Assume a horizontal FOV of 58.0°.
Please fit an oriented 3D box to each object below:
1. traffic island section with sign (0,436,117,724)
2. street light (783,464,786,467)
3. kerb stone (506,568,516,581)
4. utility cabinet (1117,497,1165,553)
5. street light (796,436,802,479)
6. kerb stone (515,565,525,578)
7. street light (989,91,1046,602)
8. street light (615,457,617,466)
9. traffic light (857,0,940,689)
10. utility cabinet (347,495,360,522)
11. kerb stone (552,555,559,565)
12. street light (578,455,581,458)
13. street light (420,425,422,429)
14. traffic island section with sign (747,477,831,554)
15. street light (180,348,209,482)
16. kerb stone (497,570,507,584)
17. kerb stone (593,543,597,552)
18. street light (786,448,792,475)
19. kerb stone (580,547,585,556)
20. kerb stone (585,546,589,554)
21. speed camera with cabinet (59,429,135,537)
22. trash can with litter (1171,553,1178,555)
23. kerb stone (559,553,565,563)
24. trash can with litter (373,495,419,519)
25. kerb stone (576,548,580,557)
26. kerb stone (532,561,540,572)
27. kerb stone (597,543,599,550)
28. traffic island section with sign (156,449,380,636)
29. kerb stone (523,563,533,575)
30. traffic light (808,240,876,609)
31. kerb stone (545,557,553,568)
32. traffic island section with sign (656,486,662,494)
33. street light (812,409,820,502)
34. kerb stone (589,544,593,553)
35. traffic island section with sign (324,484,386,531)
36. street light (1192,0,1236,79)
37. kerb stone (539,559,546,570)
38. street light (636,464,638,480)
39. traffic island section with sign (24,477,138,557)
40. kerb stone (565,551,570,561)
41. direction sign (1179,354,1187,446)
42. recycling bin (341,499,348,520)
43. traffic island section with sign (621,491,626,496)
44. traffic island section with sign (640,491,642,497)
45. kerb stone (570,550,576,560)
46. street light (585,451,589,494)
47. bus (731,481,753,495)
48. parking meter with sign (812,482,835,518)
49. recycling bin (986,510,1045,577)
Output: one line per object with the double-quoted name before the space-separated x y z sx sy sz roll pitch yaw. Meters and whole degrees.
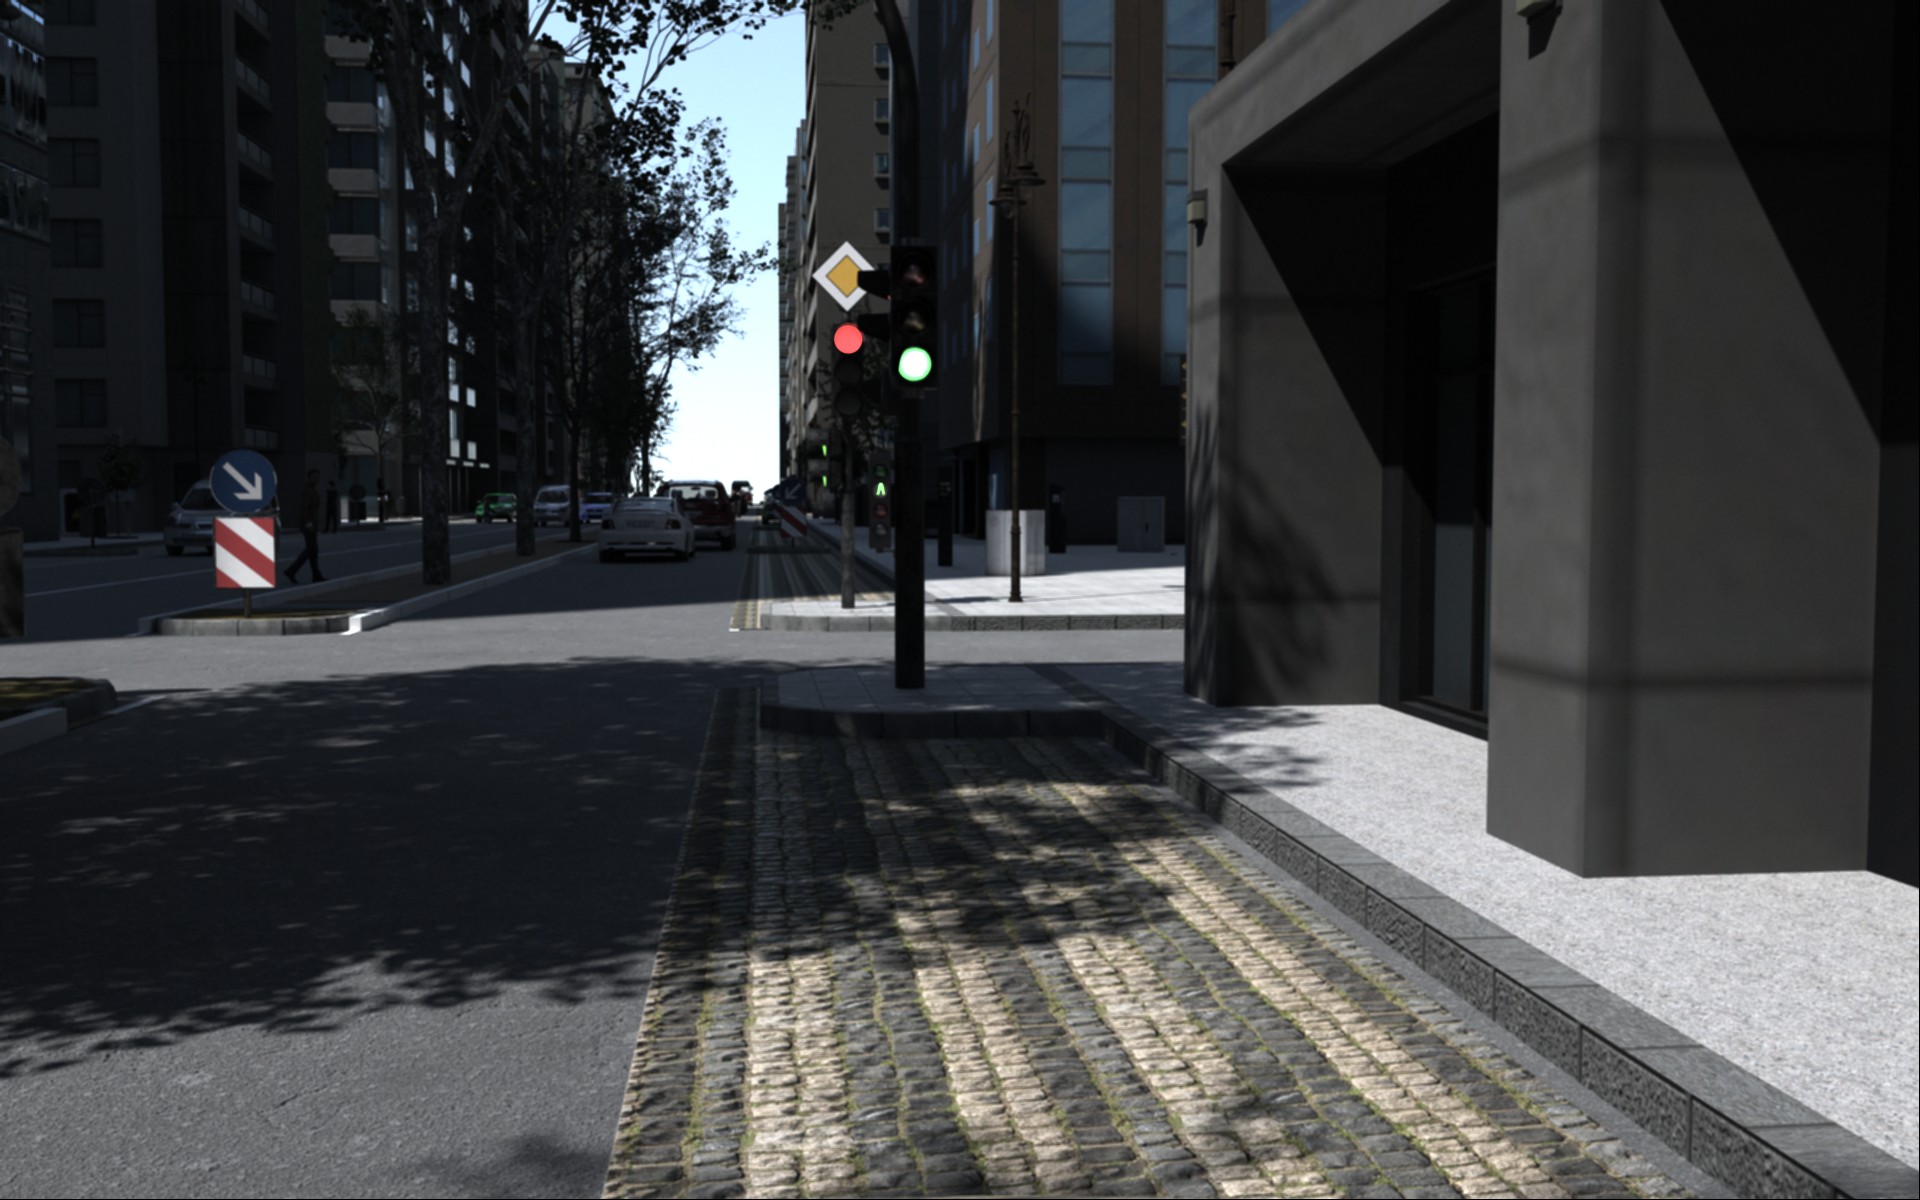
"traffic island section with sign" -6.572 -0.178 11.044 2.006 1.907 1.989 0 4 -7
"street light" -21.817 -14.868 215.872 0.468 5.910 1.993 0 4 -7
"kerb stone" -7.533 -0.400 28.729 0.120 0.150 1.000 0 4 -7
"utility cabinet" 3.982 -1.650 38.139 1.020 1.237 0.306 2 4 26
"street light" -12.418 -9.839 133.660 0.468 5.910 1.993 0 4 -7
"kerb stone" -7.652 -0.460 29.747 0.120 0.150 1.000 0 4 -7
"street light" 0.662 -2.915 20.441 0.468 5.910 1.993 0 4 -7
"street light" -42.185 -14.653 212.370 0.468 5.910 1.993 0 4 -7
"traffic light" -2.430 -2.224 11.023 4.771 5.953 1.251 0 4 -7
"utility cabinet" -27.772 -4.171 79.361 0.306 1.237 1.020 0 4 -6
"kerb stone" -8.236 -0.775 34.859 0.120 0.150 1.000 0 4 -7
"street light" -36.820 -11.863 166.741 0.468 5.910 1.993 0 4 -7
"street light" -28.221 -7.255 91.412 0.468 5.910 1.993 0 4 -7
"traffic island section with sign" -4.176 -2.047 42.094 1.989 1.847 2.006 0 4 -7
"street light" -24.235 -5.028 54.997 0.468 5.910 1.993 0 4 -7
"kerb stone" -7.415 -0.336 27.704 0.120 0.150 1.000 0 4 -7
"kerb stone" -9.175 -1.273 43.004 0.120 0.150 1.000 0 4 -7
"street light" -17.556 -12.650 179.615 0.468 5.910 1.993 0 4 -7
"kerb stone" -8.826 -1.084 39.942 0.120 0.150 1.000 0 4 -7
"kerb stone" -8.938 -1.148 40.973 0.120 0.150 1.000 0 4 -7
"speed camera with cabinet" -26.171 -3.558 52.506 2.038 3.252 0.660 -2 4 -27
"trash can with litter" 5.462 -1.515 35.835 2.233 1.210 1.678 3 4 36
"kerb stone" -8.354 -0.837 35.875 0.120 0.150 1.000 0 4 -7
"trash can with litter" -28.879 -4.741 88.571 2.233 1.210 1.678 1 4 14
"kerb stone" -8.712 -1.023 38.927 0.120 0.150 1.000 0 4 -7
"kerb stone" -7.885 -0.587 31.800 0.120 0.150 1.000 0 4 -7
"kerb stone" -9.291 -1.335 44.021 0.120 0.150 1.000 0 4 -7
"traffic island section with sign" -7.410 -0.628 18.404 2.006 1.907 1.989 0 4 -7
"kerb stone" -7.768 -0.525 30.779 0.120 0.150 1.000 0 4 -7
"traffic light" -1.275 -1.860 19.335 0.839 4.253 0.868 0 4 -7
"kerb stone" -8.118 -0.712 33.844 0.120 0.150 1.000 0 4 -7
"traffic island section with sign" -16.019 -5.193 93.049 2.006 1.907 1.989 0 4 -7
"street light" -8.171 -7.622 97.402 0.468 5.910 1.993 0 4 -7
"kerb stone" -9.063 -1.211 41.987 0.120 0.150 1.000 0 4 -7
"traffic island section with sign" -23.391 -3.577 67.105 1.989 1.847 2.006 0 4 -7
"street light" 1.734 -2.354 11.277 0.468 5.910 1.993 0 4 -7
"kerb stone" -8.009 -0.649 32.815 0.120 0.150 1.000 0 4 -7
"street light" -46.354 -16.884 248.835 0.468 5.910 1.993 0 4 -7
"traffic island section with sign" -20.278 -1.927 40.136 1.989 1.847 2.006 0 4 -7
"kerb stone" -8.472 -0.899 36.892 0.120 0.150 1.000 0 4 -7
"direction sign" 3.988 -2.204 28.029 0.876 3.537 0.379 1 4 15
"recycling bin" -31.159 -4.556 87.044 0.722 1.027 0.722 -3 4 -38
"traffic island section with sign" -38.448 -11.574 197.866 1.989 1.847 2.006 0 4 -7
"traffic island section with sign" -41.600 -13.250 225.265 1.989 1.847 2.006 0 4 -7
"kerb stone" -8.585 -0.961 37.909 0.120 0.150 1.000 0 4 -7
"street light" -37.939 -12.436 176.111 0.468 5.910 1.993 0 4 -7
"bus" -30.788 -15.266 244.456 2.948 3.499 13.247 0 4 -6
"parking meter with sign" -6.934 -5.829 91.564 1.738 3.016 0.543 0 4 -4
"recycling bin" 0.868 -0.894 27.178 0.722 1.027 0.722 2 4 28
